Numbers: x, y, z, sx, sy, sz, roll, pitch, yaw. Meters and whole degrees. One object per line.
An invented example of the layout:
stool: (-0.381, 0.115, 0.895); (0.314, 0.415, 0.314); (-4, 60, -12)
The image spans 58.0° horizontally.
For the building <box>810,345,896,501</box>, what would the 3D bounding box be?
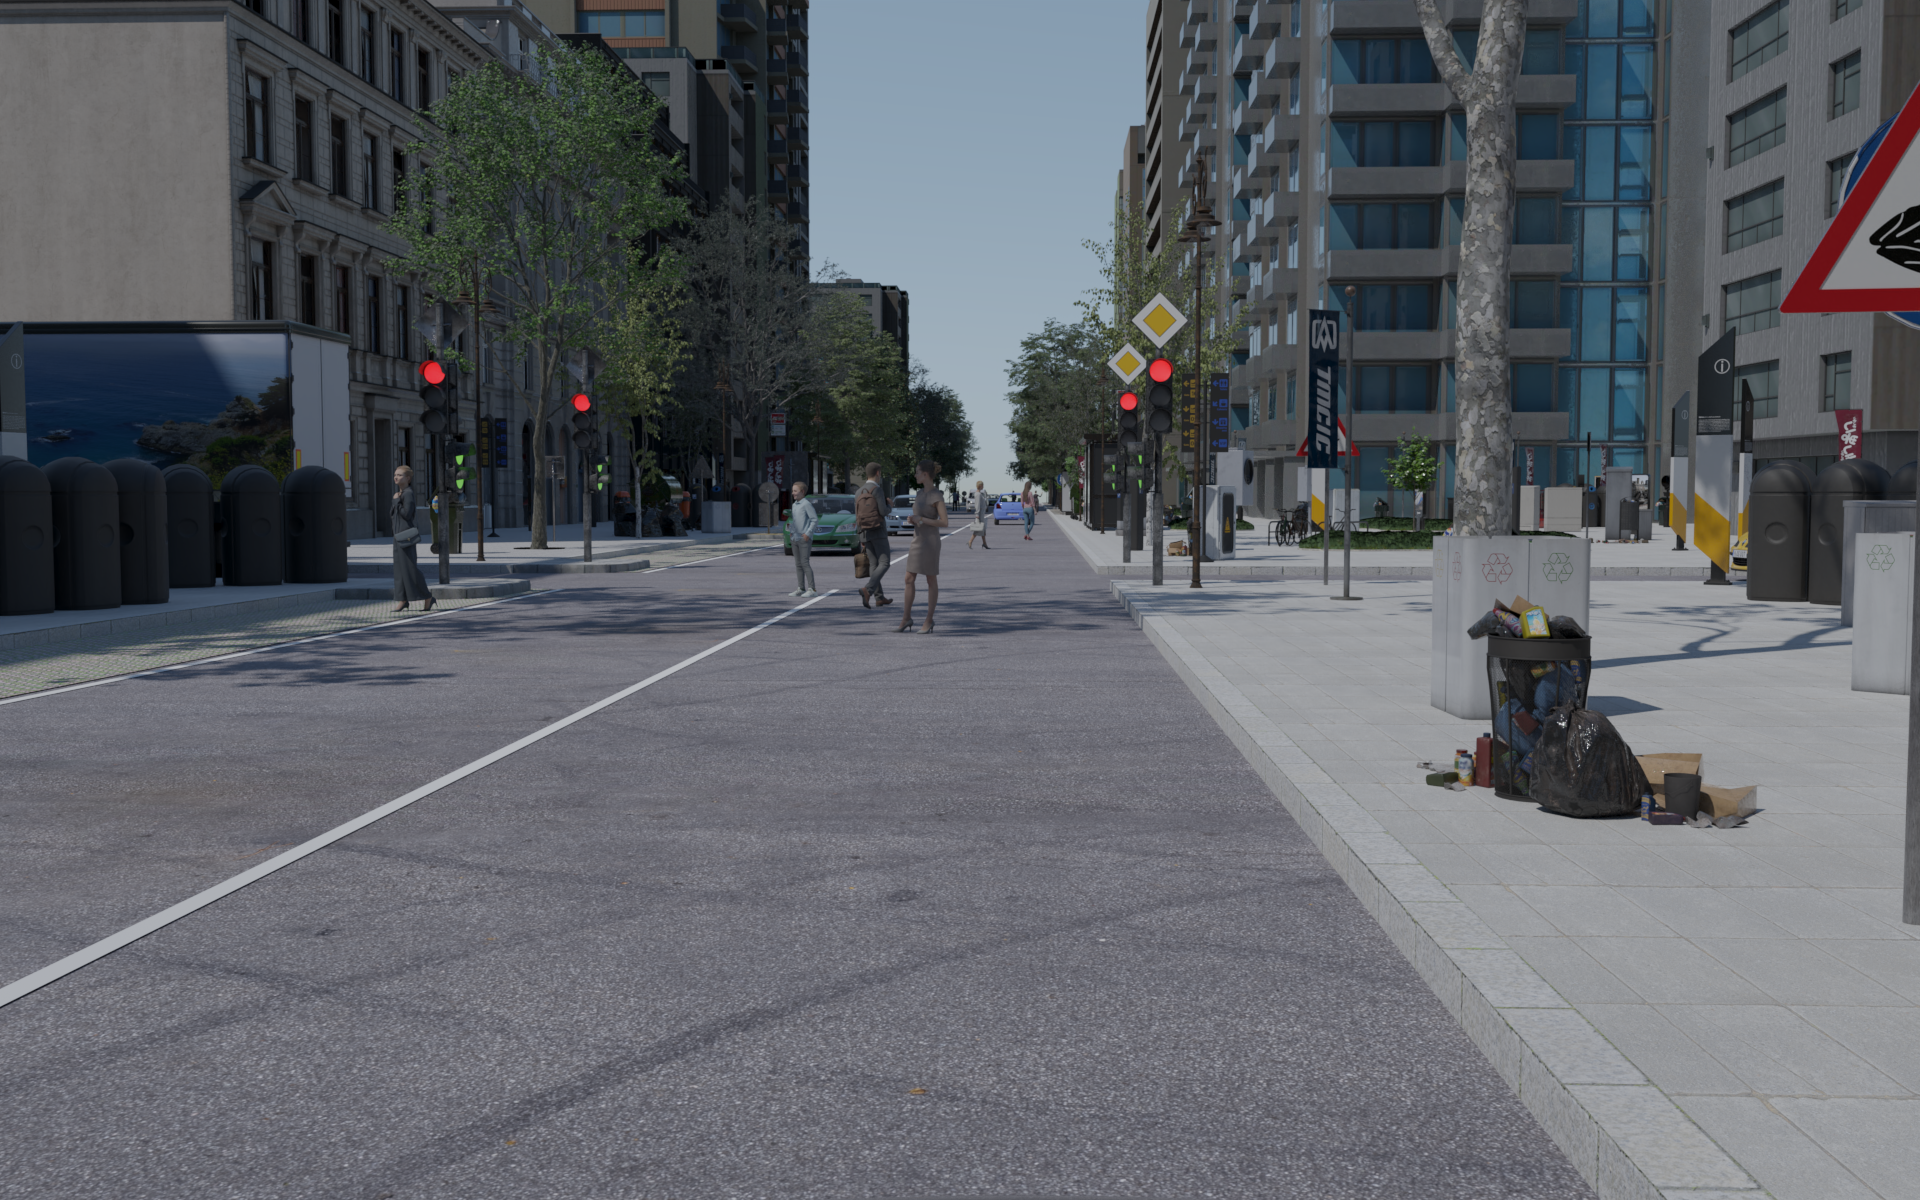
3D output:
building: (-22.959, -22.643, 215.254); (27.650, 21.520, 28.899); (0, 4, 2)

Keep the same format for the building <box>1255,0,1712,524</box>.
building: (25.811, -28.555, 86.477); (23.786, 49.044, 30.456); (0, 4, 2)

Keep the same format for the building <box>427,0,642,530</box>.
building: (-22.312, -14.082, 72.035); (13.314, 21.916, 24.055); (0, 4, 2)

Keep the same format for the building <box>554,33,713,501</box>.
building: (-20.762, -16.035, 91.850); (12.332, 23.373, 15.834); (0, 4, 2)

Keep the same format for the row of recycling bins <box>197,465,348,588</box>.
row of recycling bins: (-10.355, -1.045, 24.205); (3.534, 1.692, 1.069); (-3, 5, -40)

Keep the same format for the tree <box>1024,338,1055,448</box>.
tree: (5.013, -7.475, 72.573); (4.360, 8.622, 3.978); (0, 3, 0)

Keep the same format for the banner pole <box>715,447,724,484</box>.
banner pole: (-12.870, -6.296, 92.960); (0.863, 3.779, 0.401); (2, 4, 31)

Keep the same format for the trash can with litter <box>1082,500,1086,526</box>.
trash can with litter: (5.122, -3.551, 69.448); (0.624, 1.170, 1.055); (0, 4, -4)

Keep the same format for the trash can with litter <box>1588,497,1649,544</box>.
trash can with litter: (17.072, -2.093, 45.270); (2.233, 1.210, 1.678); (-1, 4, -9)

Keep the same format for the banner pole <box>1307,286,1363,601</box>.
banner pole: (4.490, -1.884, 20.814); (0.863, 3.779, 0.401); (-2, 4, -28)

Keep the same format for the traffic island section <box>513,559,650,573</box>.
traffic island section: (-7.050, -0.639, 32.730); (2.009, 0.180, 2.903); (0, 4, 2)

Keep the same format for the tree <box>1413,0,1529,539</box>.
tree: (4.613, -9.594, 12.746); (12.611, 20.169, 13.585); (0, 3, 0)

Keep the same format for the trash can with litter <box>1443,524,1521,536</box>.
trash can with litter: (5.069, -0.297, 16.246); (1.055, 1.170, 0.624); (-2, 4, -28)

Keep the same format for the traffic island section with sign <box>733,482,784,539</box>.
traffic island section with sign: (-6.106, -2.848, 55.196); (1.989, 1.847, 2.006); (0, 4, 2)

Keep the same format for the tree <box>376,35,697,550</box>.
tree: (-9.619, -6.976, 39.816); (9.928, 11.665, 9.643); (0, 3, 0)

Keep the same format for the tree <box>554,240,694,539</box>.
tree: (-9.414, -6.062, 49.482); (4.737, 8.622, 4.395); (0, 3, 0)

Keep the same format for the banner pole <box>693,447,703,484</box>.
banner pole: (-13.873, -6.215, 91.632); (0.863, 3.779, 0.401); (3, 4, 37)

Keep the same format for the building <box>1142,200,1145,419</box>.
building: (24.581, -24.213, 167.580); (14.160, 30.474, 14.107); (0, 4, 2)

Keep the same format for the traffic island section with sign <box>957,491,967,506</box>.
traffic island section with sign: (0.607, -12.610, 214.799); (1.989, 1.847, 2.006); (0, 4, 2)

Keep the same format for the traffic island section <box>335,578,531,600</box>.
traffic island section: (-7.385, -0.151, 24.752); (2.009, 0.180, 2.903); (0, 4, 2)

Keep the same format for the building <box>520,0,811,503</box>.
building: (-23.822, -29.507, 137.069); (22.147, 44.769, 28.867); (0, 4, 2)

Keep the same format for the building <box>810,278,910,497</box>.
building: (-14.390, -28.434, 236.589); (14.160, 30.474, 14.107); (0, 4, 2)

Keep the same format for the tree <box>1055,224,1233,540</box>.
tree: (5.439, -5.989, 48.283); (4.360, 8.622, 3.978); (0, 3, 0)

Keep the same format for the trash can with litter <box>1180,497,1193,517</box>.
trash can with litter: (9.568, -3.695, 71.806); (0.624, 1.170, 1.055); (-1, 4, -19)

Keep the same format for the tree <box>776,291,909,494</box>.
tree: (-6.764, -10.974, 97.554); (7.486, 12.596, 7.792); (0, 3, 0)

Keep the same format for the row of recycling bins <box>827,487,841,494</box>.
row of recycling bins: (-7.403, -5.682, 100.009); (1.069, 1.692, 3.534); (0, 3, 0)

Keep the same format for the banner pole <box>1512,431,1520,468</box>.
banner pole: (22.057, -4.838, 69.124); (0.863, 3.779, 0.401); (-1, 4, -15)

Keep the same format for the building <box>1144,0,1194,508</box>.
building: (27.258, -32.129, 149.005); (21.300, 48.544, 21.600); (0, 4, 2)

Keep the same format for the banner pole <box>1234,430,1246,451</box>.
banner pole: (10.946, -4.766, 67.943); (0.863, 3.779, 0.401); (-3, 4, -37)

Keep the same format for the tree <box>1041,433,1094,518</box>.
tree: (7.149, -6.733, 93.791); (4.285, 4.588, 4.351); (0, 3, 0)

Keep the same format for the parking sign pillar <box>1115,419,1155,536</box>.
parking sign pillar: (5.518, -3.963, 53.272); (1.447, 3.967, 1.447); (-1, 4, -8)

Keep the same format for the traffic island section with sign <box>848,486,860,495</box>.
traffic island section with sign: (-4.978, -4.495, 82.127); (1.989, 1.847, 2.006); (0, 4, 2)

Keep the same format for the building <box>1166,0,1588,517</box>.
building: (27.345, -30.787, 122.984); (23.786, 49.044, 30.456); (0, 4, 2)

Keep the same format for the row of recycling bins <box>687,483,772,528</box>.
row of recycling bins: (-8.937, -3.673, 67.166); (3.534, 1.692, 1.069); (1, 4, 15)

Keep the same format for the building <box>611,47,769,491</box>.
building: (-20.906, -21.053, 115.917); (14.160, 30.474, 14.107); (0, 4, 2)

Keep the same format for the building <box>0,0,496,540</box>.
building: (-21.605, -11.365, 50.441); (10.561, 19.102, 19.286); (0, 4, 2)

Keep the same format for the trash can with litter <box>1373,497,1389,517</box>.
trash can with litter: (16.422, -3.368, 66.458); (1.055, 1.170, 0.624); (0, 4, 7)

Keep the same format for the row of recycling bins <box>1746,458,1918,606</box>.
row of recycling bins: (10.647, -0.772, 19.737); (1.069, 1.692, 3.534); (-2, 4, -33)

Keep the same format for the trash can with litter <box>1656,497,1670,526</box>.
trash can with litter: (28.590, -3.609, 70.387); (0.624, 1.170, 1.055); (1, 4, 21)

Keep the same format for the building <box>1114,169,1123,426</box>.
building: (26.846, -32.821, 220.224); (14.154, 41.232, 14.086); (0, 4, 2)

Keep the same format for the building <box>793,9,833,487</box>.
building: (-22.588, -44.200, 160.926); (20.563, 71.187, 20.611); (0, 4, 2)

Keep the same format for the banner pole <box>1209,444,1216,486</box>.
banner pole: (11.286, -5.303, 76.716); (0.863, 3.779, 0.401); (-3, 5, -42)

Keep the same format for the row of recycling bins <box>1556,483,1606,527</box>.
row of recycling bins: (24.579, -3.657, 66.897); (3.534, 1.692, 1.069); (-1, 4, -12)

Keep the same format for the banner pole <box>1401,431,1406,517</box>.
banner pole: (17.632, -4.834, 69.054); (0.401, 3.779, 0.863); (2, 4, 26)

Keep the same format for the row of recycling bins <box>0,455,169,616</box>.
row of recycling bins: (-10.087, -0.727, 19.004); (1.069, 1.692, 3.534); (1, 4, 16)

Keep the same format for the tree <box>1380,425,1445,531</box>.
tree: (12.817, -3.320, 48.876); (1.663, 3.219, 1.824); (0, 3, 0)

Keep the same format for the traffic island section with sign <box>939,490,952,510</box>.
traffic island section with sign: (-1.721, -9.236, 159.635); (1.989, 1.847, 2.006); (0, 4, 2)

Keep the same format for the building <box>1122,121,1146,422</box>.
building: (26.611, -33.995, 205.934); (14.600, 45.320, 14.200); (0, 4, 2)

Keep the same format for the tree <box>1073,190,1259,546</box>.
tree: (4.917, -5.643, 42.631); (4.737, 8.622, 4.395); (0, 3, 0)

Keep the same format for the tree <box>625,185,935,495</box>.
tree: (-8.368, -9.708, 69.089); (12.009, 13.543, 11.850); (0, 3, 0)

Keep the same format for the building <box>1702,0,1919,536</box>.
building: (29.608, -16.781, 46.067); (14.107, 30.474, 14.160); (0, 4, 2)
